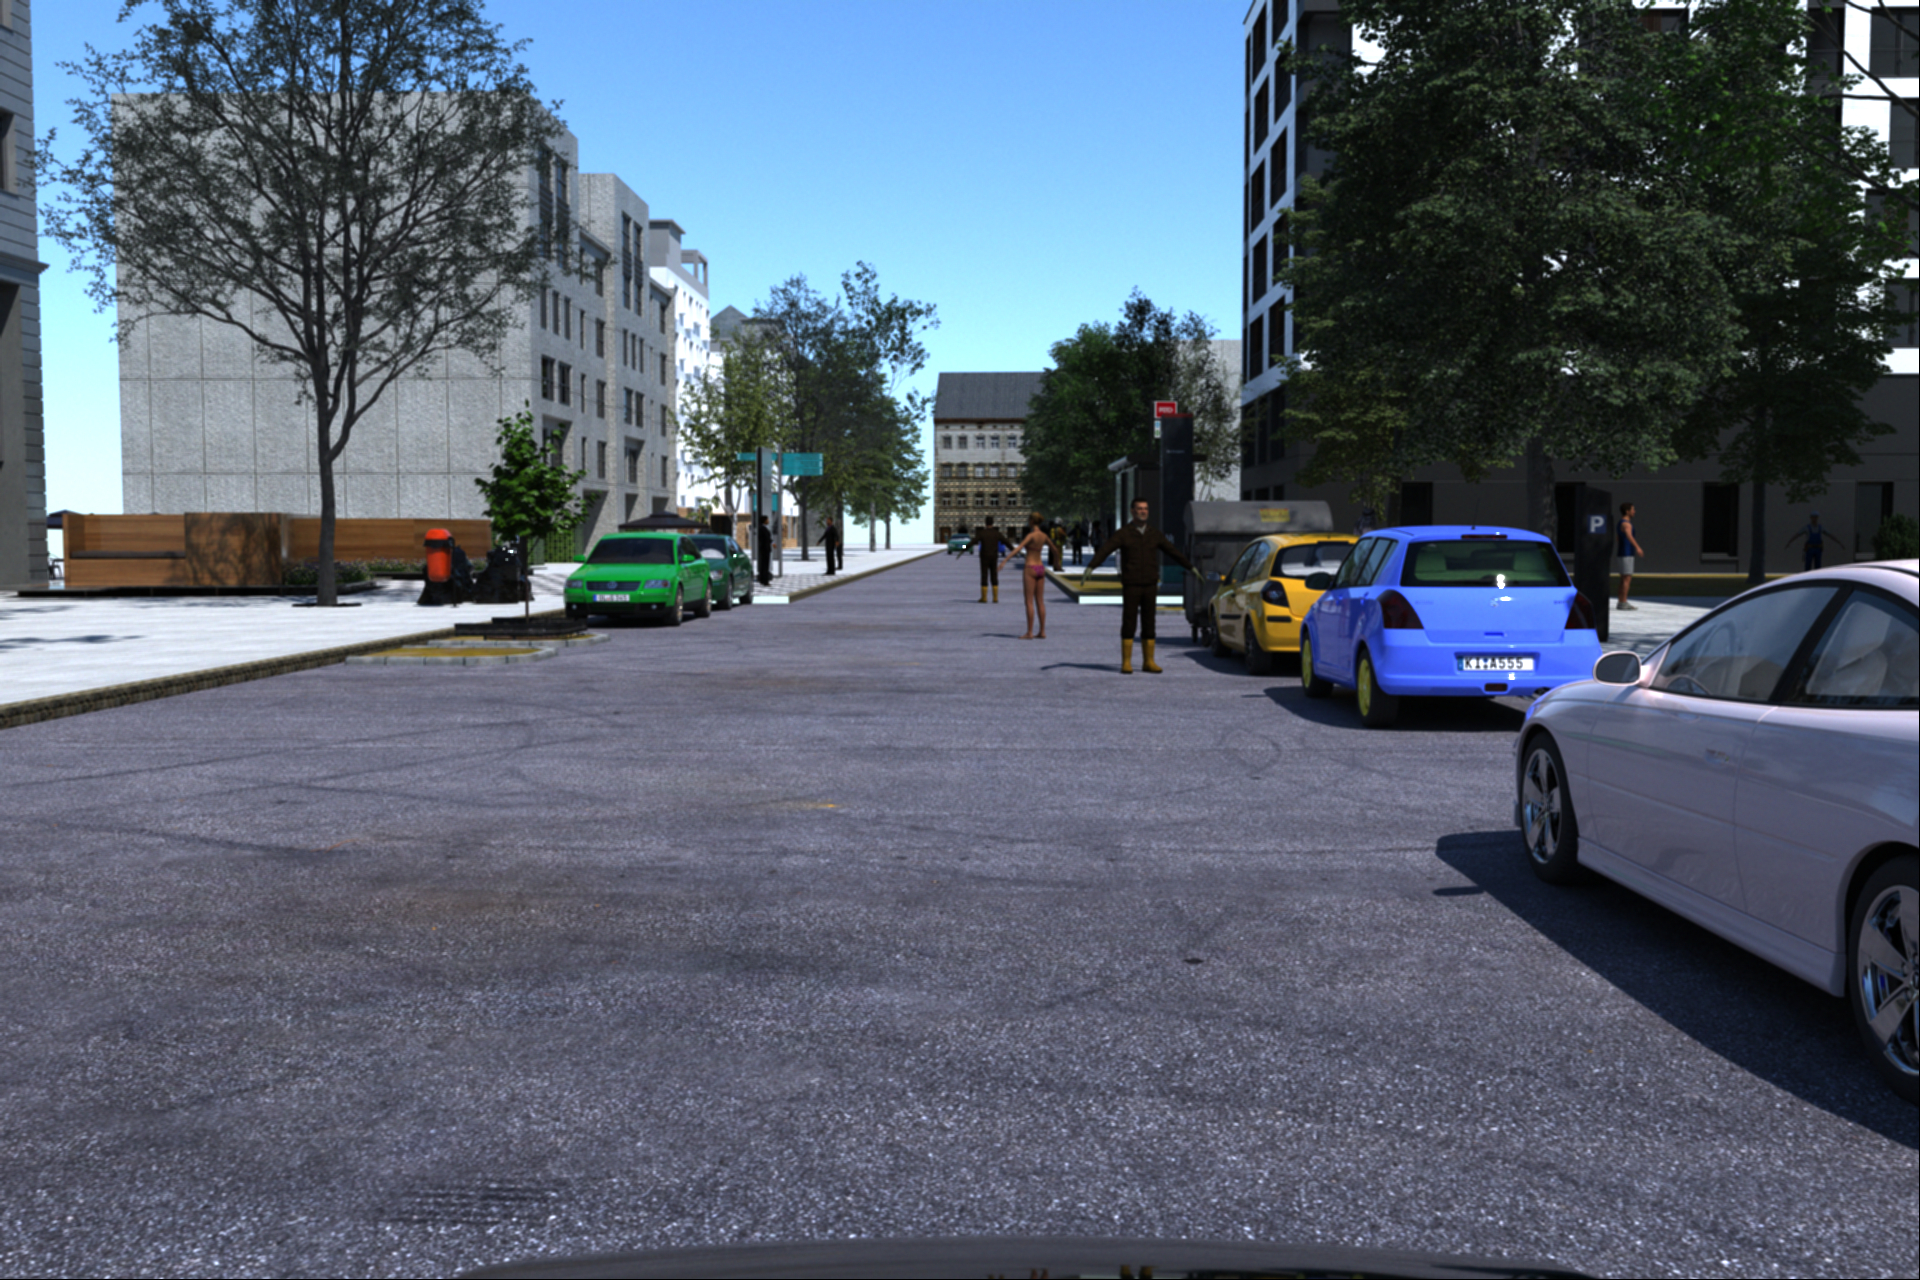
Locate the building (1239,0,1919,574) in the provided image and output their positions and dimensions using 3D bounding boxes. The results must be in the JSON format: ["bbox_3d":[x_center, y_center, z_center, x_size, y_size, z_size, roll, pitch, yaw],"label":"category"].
[{"bbox_3d":[25.300,-13.916,71.502,27.936,21.610,32.646,0,4,1],"label":"building"}]

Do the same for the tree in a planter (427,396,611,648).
[{"bbox_3d":[-5.691,-1.556,22.661,1.991,3.239,1.994,0,4,2],"label":"tree in a planter"}]

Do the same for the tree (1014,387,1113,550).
[{"bbox_3d":[8.902,-14.400,142.099,9.857,13.997,8.962,0,3,0],"label":"tree"}]

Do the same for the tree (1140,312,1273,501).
[{"bbox_3d":[7.674,-6.584,58.008,4.360,8.622,3.978,0,3,0],"label":"tree"}]

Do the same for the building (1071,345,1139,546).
[{"bbox_3d":[26.463,-21.942,202.729,27.936,21.610,32.646,0,4,1],"label":"building"}]

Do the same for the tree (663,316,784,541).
[{"bbox_3d":[-7.783,-6.637,58.883,4.737,8.622,4.395,0,3,0],"label":"tree"}]

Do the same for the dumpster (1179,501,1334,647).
[{"bbox_3d":[3.817,-0.867,22.387,1.865,1.857,1.264,0,4,0],"label":"dumpster"}]

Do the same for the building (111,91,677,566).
[{"bbox_3d":[-25.267,-13.390,85.385,16.747,18.905,31.486,0,4,1],"label":"building"}]

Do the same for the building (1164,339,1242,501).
[{"bbox_3d":[26.870,-18.313,165.880,16.747,18.905,31.486,0,4,1],"label":"building"}]

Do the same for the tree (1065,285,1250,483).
[{"bbox_3d":[7.411,-8.012,65.405,7.601,10.594,8.767,1,4,10],"label":"tree"}]

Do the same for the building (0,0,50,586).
[{"bbox_3d":[-28.218,-15.294,27.550,11.434,29.767,29.804,0,4,1],"label":"building"}]

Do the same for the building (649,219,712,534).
[{"bbox_3d":[-22.203,-15.231,105.453,16.016,20.090,11.380,0,4,1],"label":"building"}]

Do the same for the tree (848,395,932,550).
[{"bbox_3d":[-6.321,-13.697,142.070,7.486,12.596,7.792,0,3,0],"label":"tree"}]

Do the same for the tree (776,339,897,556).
[{"bbox_3d":[-7.153,-11.177,100.872,7.486,12.596,7.792,0,3,0],"label":"tree"}]

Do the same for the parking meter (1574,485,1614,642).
[{"bbox_3d":[7.533,-0.911,20.600,0.399,1.863,0.255,0,4,1],"label":"parking meter"}]

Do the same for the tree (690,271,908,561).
[{"bbox_3d":[-7.480,-10.489,81.868,12.009,13.543,11.850,0,3,0],"label":"tree"}]

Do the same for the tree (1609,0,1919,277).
[{"bbox_3d":[9.402,-5.449,14.843,9.928,11.665,9.643,0,3,0],"label":"tree"}]

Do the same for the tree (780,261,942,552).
[{"bbox_3d":[-7.274,-16.337,122.992,12.611,20.169,13.585,0,3,0],"label":"tree"}]

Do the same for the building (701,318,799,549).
[{"bbox_3d":[-20.639,-18.126,152.781,16.016,20.090,11.380,0,4,0],"label":"building"}]

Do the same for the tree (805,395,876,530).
[{"bbox_3d":[-6.796,-8.699,92.597,4.737,8.622,4.395,0,3,0],"label":"tree"}]

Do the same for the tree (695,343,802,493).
[{"bbox_3d":[-7.814,-7.077,66.072,4.737,8.622,4.395,0,3,0],"label":"tree"}]

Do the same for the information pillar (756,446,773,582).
[{"bbox_3d":[-5.330,-3.419,47.212,0.184,3.620,1.656,0,4,3],"label":"information pillar"}]

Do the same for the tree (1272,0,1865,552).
[{"bbox_3d":[10.005,-7.508,29.411,9.857,13.997,8.962,0,3,0],"label":"tree"}]

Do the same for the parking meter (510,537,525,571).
[{"bbox_3d":[-9.096,-1.663,35.607,0.372,1.533,0.369,0,3,0],"label":"parking meter"}]

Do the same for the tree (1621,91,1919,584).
[{"bbox_3d":[20.807,-7.763,45.050,7.486,12.596,7.792,0,3,0],"label":"tree"}]

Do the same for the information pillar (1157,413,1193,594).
[{"bbox_3d":[4.674,-2.941,37.465,0.750,3.857,0.750,0,3,0],"label":"information pillar"}]

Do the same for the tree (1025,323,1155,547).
[{"bbox_3d":[8.566,-12.044,103.569,9.857,13.997,8.962,0,3,0],"label":"tree"}]

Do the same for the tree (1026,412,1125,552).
[{"bbox_3d":[8.803,-11.759,126.666,8.767,10.594,7.601,-2,4,-26],"label":"tree"}]

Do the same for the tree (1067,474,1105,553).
[{"bbox_3d":[8.810,-10.215,117.374,4.737,8.622,4.395,0,3,0],"label":"tree"}]

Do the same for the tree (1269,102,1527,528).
[{"bbox_3d":[11.551,-7.716,44.284,7.486,12.596,7.792,0,3,0],"label":"tree"}]

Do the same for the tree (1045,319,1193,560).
[{"bbox_3d":[7.753,-9.732,84.880,9.928,11.665,9.643,0,3,0],"label":"tree"}]

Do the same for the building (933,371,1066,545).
[{"bbox_3d":[6.209,-24.448,233.114,18.063,23.208,19.493,0,4,4],"label":"building"}]

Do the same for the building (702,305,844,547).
[{"bbox_3d":[-21.866,-21.074,175.487,19.493,23.208,18.063,0,4,1],"label":"building"}]
